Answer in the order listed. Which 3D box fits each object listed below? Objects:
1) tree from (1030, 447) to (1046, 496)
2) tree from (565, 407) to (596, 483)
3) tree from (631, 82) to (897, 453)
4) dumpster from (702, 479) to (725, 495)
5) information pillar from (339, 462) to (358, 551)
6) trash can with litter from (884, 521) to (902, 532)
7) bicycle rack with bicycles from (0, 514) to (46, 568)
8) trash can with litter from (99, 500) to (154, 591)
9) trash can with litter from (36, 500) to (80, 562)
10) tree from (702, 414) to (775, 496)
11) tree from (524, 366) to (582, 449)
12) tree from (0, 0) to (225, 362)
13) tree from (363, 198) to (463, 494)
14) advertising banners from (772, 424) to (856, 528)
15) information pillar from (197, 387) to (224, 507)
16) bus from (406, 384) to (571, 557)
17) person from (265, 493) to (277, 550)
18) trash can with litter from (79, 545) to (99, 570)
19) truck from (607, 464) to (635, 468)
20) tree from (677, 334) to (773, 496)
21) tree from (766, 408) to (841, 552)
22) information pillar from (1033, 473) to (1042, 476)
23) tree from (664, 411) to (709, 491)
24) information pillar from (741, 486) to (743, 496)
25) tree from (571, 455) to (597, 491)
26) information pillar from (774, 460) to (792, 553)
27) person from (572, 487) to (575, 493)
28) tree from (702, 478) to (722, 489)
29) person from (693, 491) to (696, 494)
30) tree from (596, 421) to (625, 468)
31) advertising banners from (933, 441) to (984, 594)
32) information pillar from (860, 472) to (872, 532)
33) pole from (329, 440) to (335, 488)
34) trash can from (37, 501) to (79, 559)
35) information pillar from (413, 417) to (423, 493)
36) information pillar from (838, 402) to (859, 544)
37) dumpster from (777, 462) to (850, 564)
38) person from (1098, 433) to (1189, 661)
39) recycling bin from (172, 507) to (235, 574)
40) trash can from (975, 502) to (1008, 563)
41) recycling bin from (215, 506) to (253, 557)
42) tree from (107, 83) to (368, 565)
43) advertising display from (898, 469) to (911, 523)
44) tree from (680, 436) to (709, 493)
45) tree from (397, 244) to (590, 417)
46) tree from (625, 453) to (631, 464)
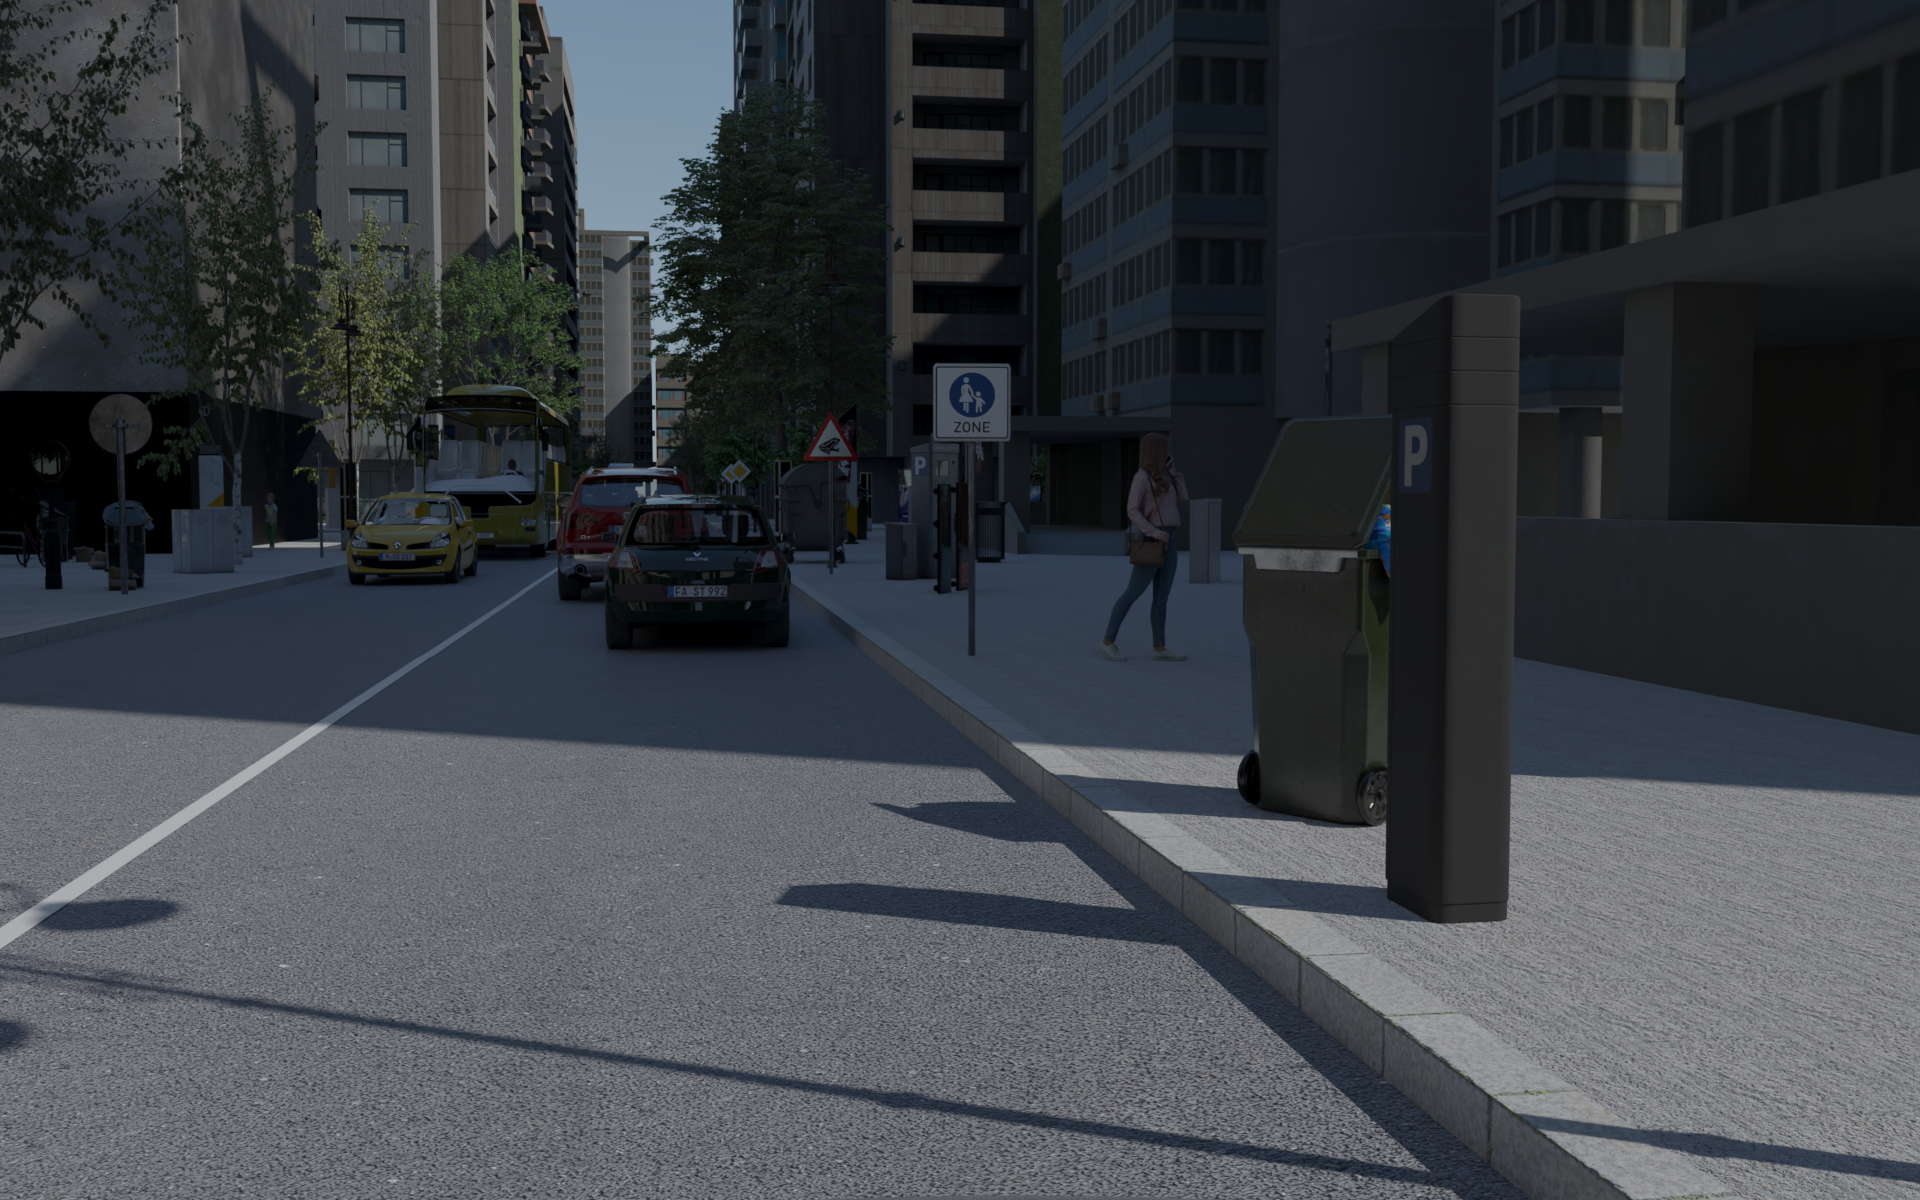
[{"bbox_3d":[3.391,-4.672,70.989,1.663,3.219,1.824,0,3,0],"label":"tree"},{"bbox_3d":[-30.337,-11.144,132.570,4.360,8.622,3.978,0,3,0],"label":"tree"},{"bbox_3d":[-5.429,-7.982,48.639,7.486,12.596,7.792,0,3,0],"label":"tree"},{"bbox_3d":[-16.257,-6.851,114.509,1.502,2.255,1.985,-1,4,-9],"label":"dumpster"},{"bbox_3d":[-13.868,-2.129,39.299,0.304,2.012,0.304,-3,5,-40],"label":"information pillar"},{"bbox_3d":[-1.420,-2.937,59.076,2.233,1.210,1.678,0,4,4],"label":"trash can with litter"},{"bbox_3d":[-17.559,-1.042,30.412,2.852,0.926,2.925,-3,5,-42],"label":"bicycle rack with bicycles"},{"bbox_3d":[-11.243,-0.736,23.425,0.624,1.170,1.055,-2,4,-24],"label":"trash can with litter"},{"bbox_3d":[-16.831,-1.303,32.695,1.055,1.170,0.624,-1,4,-15],"label":"trash can with litter"},{"bbox_3d":[-8.976,-5.314,70.605,4.285,4.588,4.351,0,3,0],"label":"tree"},{"bbox_3d":[-23.326,-8.939,96.514,4.737,8.622,4.395,0,3,0],"label":"tree"},{"bbox_3d":[-10.211,-4.141,18.076,4.360,8.622,3.978,0,3,0],"label":"tree"},{"bbox_3d":[-15.272,-5.708,43.686,4.737,8.622,4.395,0,3,0],"label":"tree"},{"bbox_3d":[-3.626,-2.866,43.048,2.074,3.025,0.090,0,4,-2],"label":"advertising banners"},{"bbox_3d":[-16.143,-2.810,37.295,0.504,3.616,0.183,-1,4,-14],"label":"information pillar"},{"bbox_3d":[-11.154,-3.114,42.454,2.896,3.916,12.252,-1,4,-9],"label":"bus"},{"bbox_3d":[-15.982,-1.829,40.199,0.306,1.304,0.590,0,4,-7],"label":"person"},{"bbox_3d":[-14.447,-1.123,29.741,0.624,1.170,1.055,0,4,8],"label":"trash can with litter"},{"bbox_3d":[-30.648,-10.320,158.486,2.967,4.110,18.799,0,4,-8],"label":"truck"},{"bbox_3d":[-9.831,-7.756,77.167,4.360,8.622,3.978,0,3,0],"label":"tree"},{"bbox_3d":[-3.583,-2.725,39.156,1.663,3.219,1.824,0,3,0],"label":"tree"},{"bbox_3d":[2.697,-3.410,60.248,0.304,2.012,0.304,0,4,2],"label":"information pillar"},{"bbox_3d":[-33.286,-17.754,216.038,9.928,11.665,9.643,0,3,0],"label":"tree"},{"bbox_3d":[-9.253,-5.030,73.591,0.183,3.616,0.504,0,4,-7],"label":"information pillar"},{"bbox_3d":[-30.349,-9.468,138.508,4.285,4.588,4.351,0,3,0],"label":"tree"},{"bbox_3d":[-3.823,-2.019,37.497,0.304,2.012,0.304,-2,4,-26],"label":"information pillar"},{"bbox_3d":[-21.376,-5.343,95.723,0.748,1.841,0.638,0,4,5],"label":"person"},{"bbox_3d":[-20.631,-9.248,145.801,1.663,3.219,1.824,0,3,0],"label":"tree"},{"bbox_3d":[-28.644,-10.945,186.469,0.415,1.643,0.593,-3,5,-40],"label":"person"},{"bbox_3d":[-35.667,-13.439,170.090,4.360,8.622,3.978,0,3,0],"label":"tree"},{"bbox_3d":[0.029,-1.641,23.021,0.090,3.025,2.074,1,4,19],"label":"advertising banners"},{"bbox_3d":[-3.205,-3.338,59.065,0.304,2.012,0.304,2,4,28],"label":"information pillar"},{"bbox_3d":[-23.672,-4.372,65.328,0.158,3.312,0.155,0,3,0],"label":"pole"},{"bbox_3d":[-17.674,-1.365,33.970,0.748,1.137,0.748,0,3,0],"label":"trash can"},{"bbox_3d":[-16.453,-3.763,52.877,0.183,3.616,0.504,3,4,36],"label":"information pillar"},{"bbox_3d":[-2.857,-3.234,44.225,0.504,3.616,0.183,-1,4,-21],"label":"information pillar"},{"bbox_3d":[-2.738,-1.633,32.457,1.264,1.857,1.865,-1,4,-10],"label":"dumpster"},{"bbox_3d":[1.414,-0.411,13.349,0.643,1.750,0.593,2,4,31],"label":"person"},{"bbox_3d":[-12.326,-0.957,28.205,0.722,1.027,0.722,3,5,42],"label":"recycling bin"},{"bbox_3d":[0.540,-1.272,32.457,0.748,1.137,0.748,0,3,0],"label":"trash can"},{"bbox_3d":[-14.874,-1.381,35.126,0.722,1.027,0.722,1,4,17],"label":"recycling bin"},{"bbox_3d":[-13.213,-4.954,31.366,4.737,8.622,4.395,0,3,0],"label":"tree"},{"bbox_3d":[-1.363,-2.406,44.557,0.123,1.923,0.974,-1,4,-23],"label":"advertising display"},{"bbox_3d":[-31.167,-15.610,205.583,4.737,8.622,4.395,0,3,0],"label":"tree"},{"bbox_3d":[-19.544,-9.016,73.166,9.928,11.665,9.643,0,3,0],"label":"tree"},{"bbox_3d":[-41.485,-15.643,206.119,4.360,8.622,3.978,0,3,0],"label":"tree"}]
